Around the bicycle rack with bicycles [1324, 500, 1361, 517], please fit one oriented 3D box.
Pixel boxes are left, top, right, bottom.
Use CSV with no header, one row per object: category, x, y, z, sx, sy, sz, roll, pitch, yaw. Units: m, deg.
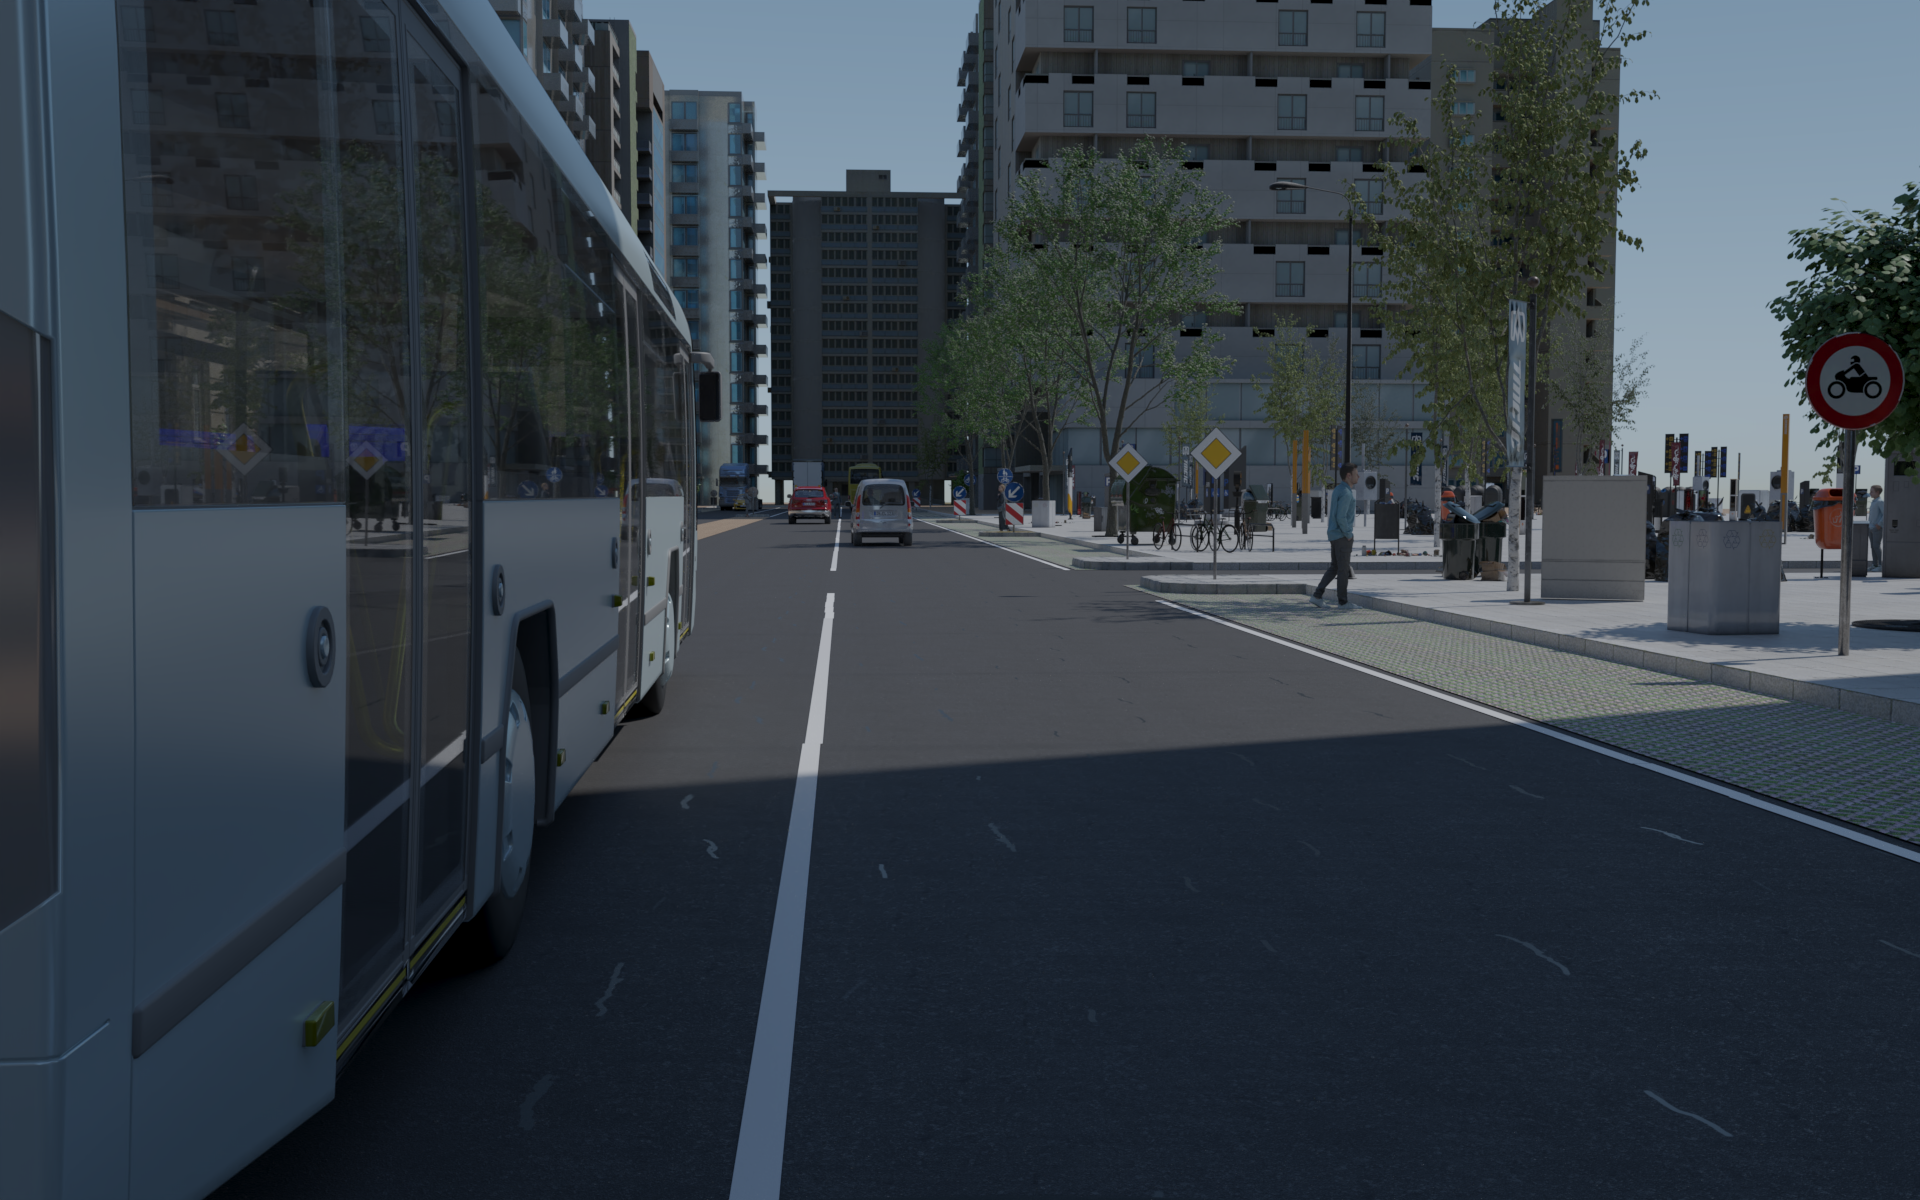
bicycle rack with bicycles,20.670,-5.139,97.404,2.852,0.926,2.925,-3,4,-37

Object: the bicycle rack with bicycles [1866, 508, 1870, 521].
bicycle rack with bicycles,45.322,-4.332,84.215,2.852,0.926,2.925,2,4,33

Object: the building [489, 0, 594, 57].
building,-37.964,-30.713,121.770,23.786,49.044,30.456,0,4,-4

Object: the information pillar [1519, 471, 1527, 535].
information pillar,17.582,-3.056,54.456,0.304,2.012,0.304,-2,4,-35

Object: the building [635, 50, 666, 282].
building,-37.080,-31.942,172.358,14.200,45.320,14.600,0,4,-4

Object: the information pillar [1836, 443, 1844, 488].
information pillar,35.673,-4.808,69.959,0.504,3.616,0.183,1,4,9

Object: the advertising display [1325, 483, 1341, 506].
advertising display,22.352,-6.014,103.549,0.974,1.923,0.123,1,4,18

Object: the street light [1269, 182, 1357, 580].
street light,5.294,-3.268,25.965,1.470,5.913,1.316,0,4,-4

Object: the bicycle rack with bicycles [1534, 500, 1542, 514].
bicycle rack with bicycles,36.456,-5.826,108.635,2.852,0.926,2.925,-2,4,-31

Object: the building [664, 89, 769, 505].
building,-38.034,-35.768,204.423,30.456,49.044,23.786,0,4,-4

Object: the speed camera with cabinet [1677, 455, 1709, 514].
speed camera with cabinet,37.306,-5.734,88.094,2.038,3.252,0.660,-3,4,-36

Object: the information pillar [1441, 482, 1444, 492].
information pillar,28.780,-6.030,103.074,0.304,2.012,0.304,2,4,32

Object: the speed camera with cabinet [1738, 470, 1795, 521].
speed camera with cabinet,31.240,-4.452,67.127,0.660,3.252,2.038,-2,4,-29

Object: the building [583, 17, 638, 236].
building,-34.676,-28.191,144.510,14.154,41.232,14.086,0,4,-4

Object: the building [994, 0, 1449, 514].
building,16.855,-32.678,123.518,28.713,52.752,27.495,0,4,-4

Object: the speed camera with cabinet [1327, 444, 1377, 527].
speed camera with cabinet,15.284,-4.471,67.431,2.038,3.252,0.660,-2,4,-29

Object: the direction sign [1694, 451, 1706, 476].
direction sign,38.810,-6.028,90.552,0.876,3.537,0.379,0,4,-3

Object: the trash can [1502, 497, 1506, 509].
trash can,26.317,-4.465,84.663,0.748,1.137,0.748,0,3,0

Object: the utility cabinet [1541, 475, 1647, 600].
utility cabinet,7.659,-0.749,20.932,1.173,1.500,0.318,1,4,22

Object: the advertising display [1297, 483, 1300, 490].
advertising display,18.904,-5.611,96.957,0.123,1.923,0.974,1,4,16

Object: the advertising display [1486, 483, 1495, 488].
advertising display,29.720,-5.631,97.276,0.974,1.923,0.123,-3,5,-44

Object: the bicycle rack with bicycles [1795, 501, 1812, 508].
bicycle rack with bicycles,54.454,-5.840,108.863,2.925,0.926,2.852,-2,4,-32

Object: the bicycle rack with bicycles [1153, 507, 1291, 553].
bicycle rack with bicycles,5.807,-1.558,38.855,2.852,0.926,2.925,-1,4,-10

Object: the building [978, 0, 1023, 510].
building,8.411,-28.179,144.318,14.154,41.232,14.086,0,4,-4

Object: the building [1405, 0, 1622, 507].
building,54.072,-33.709,174.836,21.600,48.544,21.300,0,4,-4

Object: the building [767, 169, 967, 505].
building,-11.111,-31.692,210.052,23.993,40.220,32.217,0,4,-4

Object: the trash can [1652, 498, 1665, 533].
trash can,22.768,-2.768,56.916,0.748,1.137,0.748,0,3,0

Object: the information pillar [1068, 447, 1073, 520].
information pillar,5.513,-5.832,86.706,0.183,3.616,0.504,1,4,20

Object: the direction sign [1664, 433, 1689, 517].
direction sign,26.791,-4.454,64.820,0.379,3.537,0.876,-3,5,-44

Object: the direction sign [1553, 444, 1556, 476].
direction sign,27.185,-5.338,79.266,0.379,3.537,0.876,1,4,13

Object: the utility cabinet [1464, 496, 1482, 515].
utility cabinet,19.394,-3.326,65.540,0.306,1.237,1.020,0,4,-6

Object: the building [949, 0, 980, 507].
building,11.273,-33.452,166.552,23.786,49.044,30.456,0,4,-4

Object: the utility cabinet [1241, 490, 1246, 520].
utility cabinet,14.234,-4.663,84.926,0.318,1.500,1.173,-2,4,-26

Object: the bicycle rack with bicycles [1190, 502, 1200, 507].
bicycle rack with bicycles,9.909,-4.027,79.227,2.852,0.926,2.925,3,5,42

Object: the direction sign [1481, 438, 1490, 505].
direction sign,21.268,-4.779,70.132,0.379,3.537,0.876,3,4,38

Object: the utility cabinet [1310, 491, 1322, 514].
utility cabinet,22.055,-6.060,107.752,0.318,1.500,1.173,-2,4,-26

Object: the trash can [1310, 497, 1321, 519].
trash can,18.525,-4.784,89.868,0.748,1.137,0.748,0,3,0

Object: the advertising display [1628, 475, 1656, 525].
advertising display,23.375,-3.320,59.491,0.974,1.923,0.123,1,4,21

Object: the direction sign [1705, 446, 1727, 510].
direction sign,36.152,-5.540,82.582,0.379,3.537,0.876,-2,4,-27

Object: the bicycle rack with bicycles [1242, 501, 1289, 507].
bicycle rack with bicycles,14.201,-4.215,82.292,2.925,0.926,2.852,-1,4,-19

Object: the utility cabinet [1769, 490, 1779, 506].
utility cabinet,48.801,-5.861,104.502,0.318,1.500,1.173,-2,4,-29

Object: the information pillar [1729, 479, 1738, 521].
information pillar,37.199,-4.818,83.272,0.304,2.012,0.304,3,4,38

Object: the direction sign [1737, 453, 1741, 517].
direction sign,42.717,-6.301,95.015,0.379,3.537,0.876,2,4,30

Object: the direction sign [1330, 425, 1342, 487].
direction sign,12.383,-3.979,57.060,0.379,3.537,0.876,2,4,35

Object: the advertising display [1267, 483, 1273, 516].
advertising display,18.293,-5.934,102.242,0.123,1.923,0.974,0,4,-4
